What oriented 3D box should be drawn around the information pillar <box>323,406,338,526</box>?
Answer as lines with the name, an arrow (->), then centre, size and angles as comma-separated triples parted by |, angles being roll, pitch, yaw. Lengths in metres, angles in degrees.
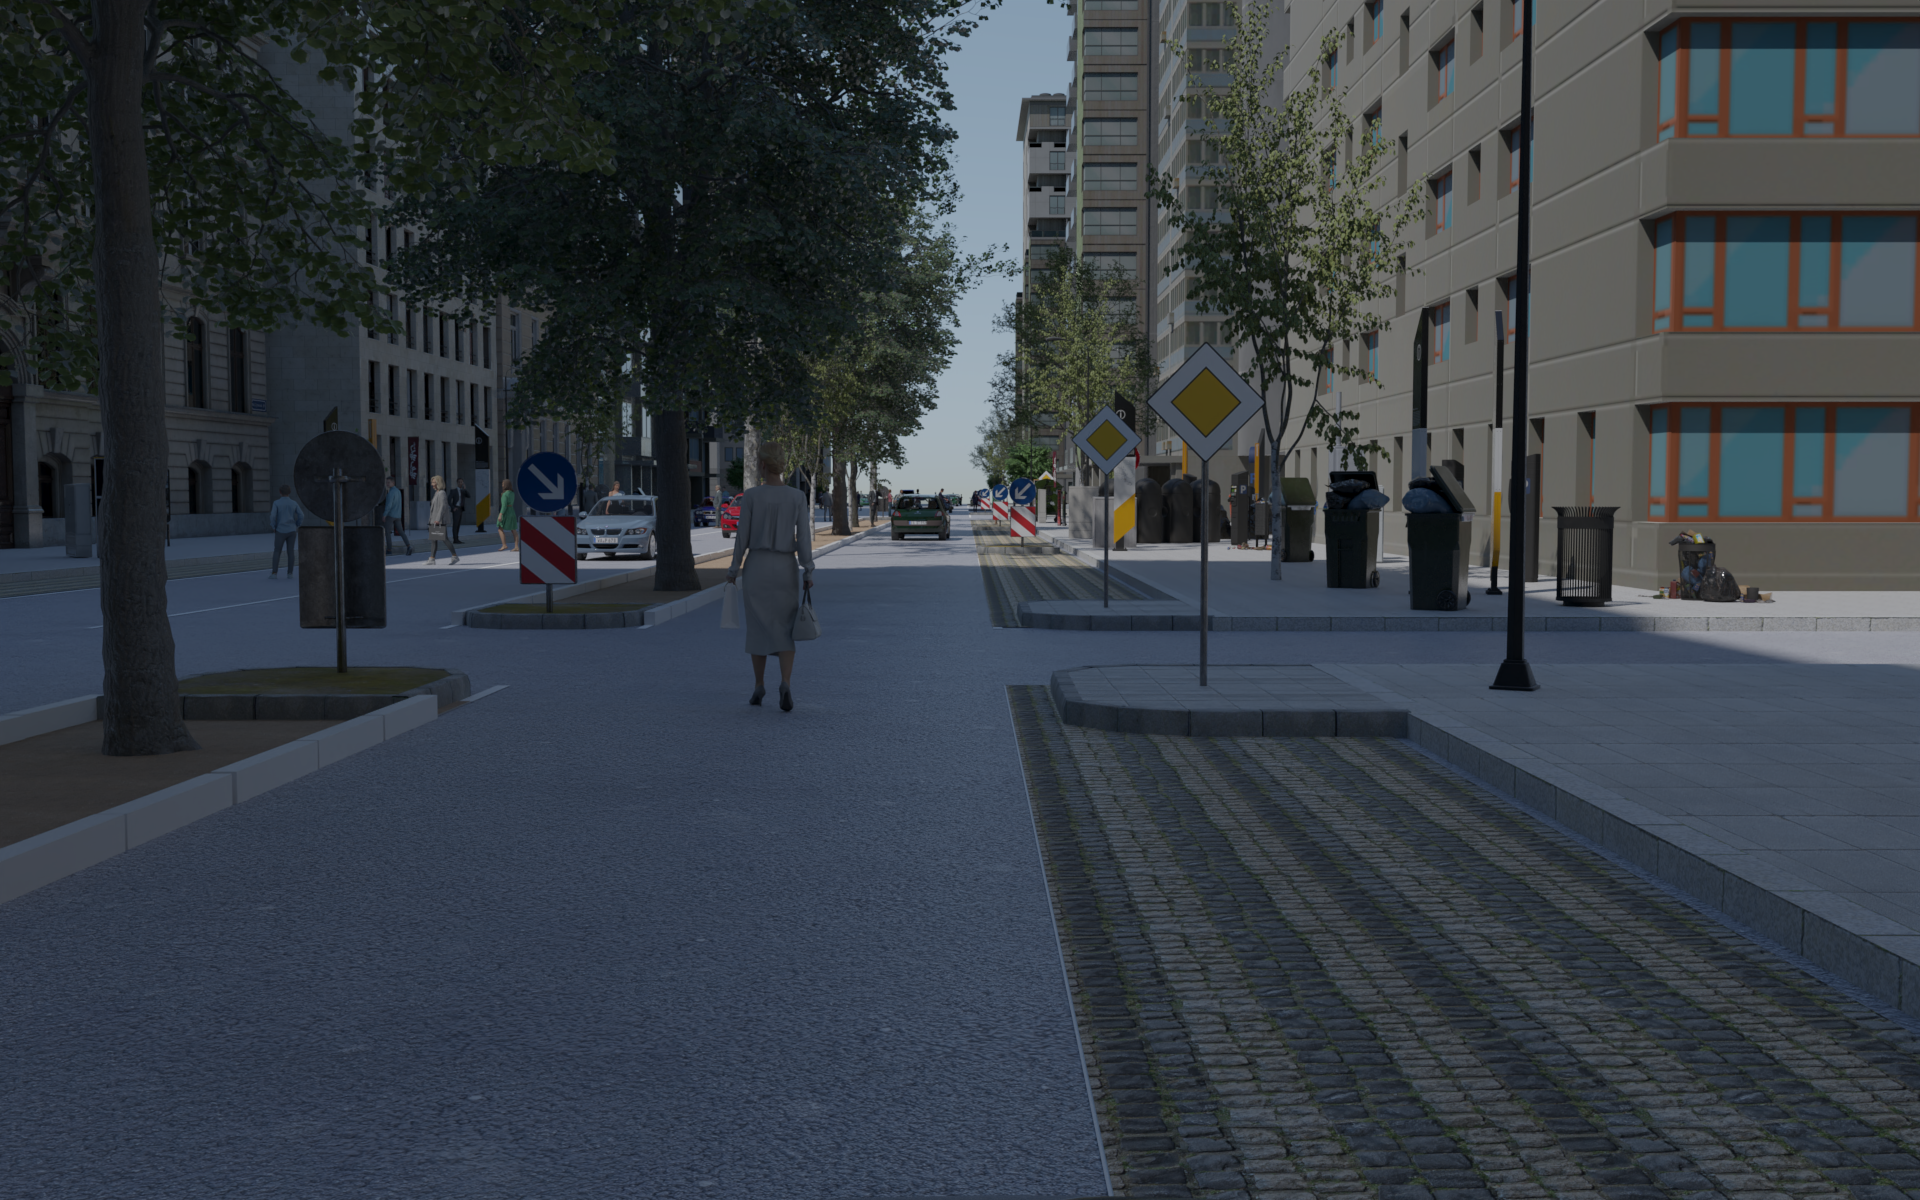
information pillar -> -16.644, -3.337, 45.916 | 0.183, 3.616, 0.504 | 1, 4, 20

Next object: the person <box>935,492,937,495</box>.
person -> -3.471, -14.888, 252.652 | 0.721, 1.736, 1.217 | 0, 4, 4

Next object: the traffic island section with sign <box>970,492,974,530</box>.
traffic island section with sign -> 1.489, -3.710, 69.290 | 1.989, 1.847, 2.006 | 0, 4, 0

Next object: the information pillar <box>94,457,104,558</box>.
information pillar -> -17.128, -1.851, 34.760 | 0.304, 2.012, 0.304 | 0, 4, 5

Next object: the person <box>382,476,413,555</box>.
person -> -13.165, -1.956, 40.344 | 0.748, 1.841, 0.638 | 1, 4, 20

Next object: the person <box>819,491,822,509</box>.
person -> -13.451, -9.760, 168.527 | 0.568, 1.767, 0.683 | 0, 4, 2

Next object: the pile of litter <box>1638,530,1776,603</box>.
pile of litter -> 9.093, -0.435, 21.082 | 1.176, 0.858, 1.719 | -1, 4, -14

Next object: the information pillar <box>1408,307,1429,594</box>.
information pillar -> 5.838, -1.875, 22.009 | 0.183, 3.616, 0.504 | 0, 4, 2

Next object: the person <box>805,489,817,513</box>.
person -> -11.706, -7.703, 134.472 | 1.348, 1.821, 0.705 | 2, 4, 27

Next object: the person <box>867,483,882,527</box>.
person -> -3.690, -4.120, 75.223 | 0.474, 1.900, 0.648 | 2, 4, 28

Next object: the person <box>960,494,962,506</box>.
person -> 0.145, -12.443, 215.195 | 0.557, 1.426, 1.065 | 0, 4, 3

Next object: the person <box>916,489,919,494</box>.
person -> -2.333, -5.362, 96.988 | 1.217, 1.723, 0.721 | 1, 4, 15

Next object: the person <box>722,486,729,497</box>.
person -> -12.556, -5.162, 92.761 | 0.748, 1.841, 0.638 | 3, 5, 44

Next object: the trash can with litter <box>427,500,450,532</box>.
trash can with litter -> -17.654, -2.888, 58.610 | 0.624, 1.170, 1.055 | 0, 4, -4

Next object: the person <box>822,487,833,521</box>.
person -> -6.958, -5.025, 90.928 | 0.678, 1.792, 0.850 | 1, 4, 11

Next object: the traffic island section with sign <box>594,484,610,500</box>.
traffic island section with sign -> -14.290, -3.687, 68.910 | 1.989, 1.847, 2.006 | 0, 4, 0

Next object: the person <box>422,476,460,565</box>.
person -> -10.443, -1.601, 34.852 | 0.728, 1.800, 0.709 | -2, 4, -26

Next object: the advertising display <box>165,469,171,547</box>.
advertising display -> -19.726, -2.256, 42.094 | 0.974, 1.923, 0.123 | -2, 4, -32

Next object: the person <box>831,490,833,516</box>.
person -> -8.163, -6.195, 110.619 | 1.217, 1.723, 0.721 | 3, 5, 42

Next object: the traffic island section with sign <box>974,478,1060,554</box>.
traffic island section with sign -> 1.401, -2.062, 42.335 | 1.989, 1.847, 2.006 | 0, 4, 0

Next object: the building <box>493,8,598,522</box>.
building -> -25.953, -18.252, 84.331 | 13.634, 28.700, 20.117 | 0, 4, 0

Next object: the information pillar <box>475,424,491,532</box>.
information pillar -> -15.939, -4.064, 57.796 | 0.504, 3.616, 0.183 | 0, 4, 8

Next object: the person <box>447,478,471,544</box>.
person -> -14.399, -2.568, 49.841 | 0.474, 1.900, 0.648 | 1, 4, 20

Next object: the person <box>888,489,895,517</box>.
person -> -4.299, -6.072, 108.489 | 0.721, 1.743, 1.217 | -1, 4, -17

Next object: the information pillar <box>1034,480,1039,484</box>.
information pillar -> 3.925, -5.097, 87.836 | 0.304, 2.012, 0.304 | 1, 4, 18

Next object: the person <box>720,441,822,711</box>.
person -> -1.280, -0.163, 11.516 | 0.694, 1.780, 0.624 | 0, 4, 2

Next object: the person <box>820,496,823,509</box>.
person -> -13.211, -9.500, 167.019 | 0.628, 1.438, 0.799 | 0, 4, 4

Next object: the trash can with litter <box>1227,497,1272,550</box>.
trash can with litter -> 6.931, -1.779, 40.151 | 1.678, 1.210, 2.233 | -1, 4, -14

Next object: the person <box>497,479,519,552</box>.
person -> -11.233, -2.098, 43.051 | 0.529, 1.795, 0.600 | 0, 4, 5

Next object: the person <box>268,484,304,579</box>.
person -> -11.455, -1.169, 29.420 | 0.589, 1.601, 0.330 | -2, 4, -30

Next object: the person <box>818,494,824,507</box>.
person -> -12.259, -8.771, 155.168 | 1.065, 1.426, 0.557 | -1, 4, -23

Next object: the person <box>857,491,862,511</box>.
person -> -8.785, -8.583, 149.758 | 0.530, 1.710, 0.541 | -1, 4, -17

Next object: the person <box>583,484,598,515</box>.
person -> -14.259, -3.582, 67.166 | 0.694, 1.812, 0.767 | 1, 4, 9

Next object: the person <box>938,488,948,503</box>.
person -> -0.965, -5.515, 99.122 | 0.568, 1.767, 0.683 | 0, 4, 1

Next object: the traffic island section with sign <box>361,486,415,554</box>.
traffic island section with sign -> -14.357, -2.038, 41.955 | 1.989, 1.847, 2.006 | 0, 4, 0

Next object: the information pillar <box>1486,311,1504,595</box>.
information pillar -> 6.820, -1.874, 21.992 | 0.183, 3.616, 0.504 | 1, 4, 13

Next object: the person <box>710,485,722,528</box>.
person -> -10.159, -3.888, 72.252 | 0.590, 1.801, 0.661 | -1, 4, -16

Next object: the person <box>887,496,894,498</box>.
person -> -9.120, -13.039, 221.326 | 1.348, 1.869, 0.705 | -1, 4, -12

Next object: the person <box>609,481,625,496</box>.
person -> -10.193, -2.611, 51.292 | 0.616, 1.811, 0.778 | -1, 4, -15

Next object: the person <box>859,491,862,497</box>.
person -> -10.947, -11.207, 191.815 | 1.350, 1.814, 0.705 | 1, 4, 13

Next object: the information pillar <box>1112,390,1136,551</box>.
information pillar -> 3.680, -2.905, 38.856 | 0.504, 3.616, 0.183 | 0, 4, 3

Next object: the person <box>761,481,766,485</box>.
person -> -6.168, -2.837, 54.791 | 0.656, 1.842, 0.836 | -1, 4, -10

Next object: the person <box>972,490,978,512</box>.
person -> 1.137, -7.312, 128.970 | 0.541, 1.710, 0.530 | -1, 4, -21

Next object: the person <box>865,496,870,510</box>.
person -> -7.551, -8.495, 148.076 | 1.217, 1.739, 0.721 | 1, 4, 17

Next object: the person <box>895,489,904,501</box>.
person -> -3.772, -6.351, 113.124 | 1.217, 1.735, 0.721 | -3, 5, -40

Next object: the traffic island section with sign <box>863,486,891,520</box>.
traffic island section with sign -> -4.232, -5.276, 94.402 | 2.006, 1.907, 1.989 | 0, 4, 0

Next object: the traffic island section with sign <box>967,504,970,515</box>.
traffic island section with sign -> 1.625, -6.756, 119.086 | 1.989, 1.847, 2.006 | 0, 4, 0

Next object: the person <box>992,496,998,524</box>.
person -> 1.708, -4.431, 81.190 | 0.600, 1.795, 0.529 | 2, 4, 27

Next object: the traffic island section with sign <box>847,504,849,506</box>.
traffic island section with sign -> -13.856, -13.394, 227.627 | 1.989, 1.847, 2.006 | 0, 4, 0

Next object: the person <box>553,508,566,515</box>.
person -> -11.201, -2.453, 48.632 | 0.654, 1.822, 0.581 | 1, 4, 23
